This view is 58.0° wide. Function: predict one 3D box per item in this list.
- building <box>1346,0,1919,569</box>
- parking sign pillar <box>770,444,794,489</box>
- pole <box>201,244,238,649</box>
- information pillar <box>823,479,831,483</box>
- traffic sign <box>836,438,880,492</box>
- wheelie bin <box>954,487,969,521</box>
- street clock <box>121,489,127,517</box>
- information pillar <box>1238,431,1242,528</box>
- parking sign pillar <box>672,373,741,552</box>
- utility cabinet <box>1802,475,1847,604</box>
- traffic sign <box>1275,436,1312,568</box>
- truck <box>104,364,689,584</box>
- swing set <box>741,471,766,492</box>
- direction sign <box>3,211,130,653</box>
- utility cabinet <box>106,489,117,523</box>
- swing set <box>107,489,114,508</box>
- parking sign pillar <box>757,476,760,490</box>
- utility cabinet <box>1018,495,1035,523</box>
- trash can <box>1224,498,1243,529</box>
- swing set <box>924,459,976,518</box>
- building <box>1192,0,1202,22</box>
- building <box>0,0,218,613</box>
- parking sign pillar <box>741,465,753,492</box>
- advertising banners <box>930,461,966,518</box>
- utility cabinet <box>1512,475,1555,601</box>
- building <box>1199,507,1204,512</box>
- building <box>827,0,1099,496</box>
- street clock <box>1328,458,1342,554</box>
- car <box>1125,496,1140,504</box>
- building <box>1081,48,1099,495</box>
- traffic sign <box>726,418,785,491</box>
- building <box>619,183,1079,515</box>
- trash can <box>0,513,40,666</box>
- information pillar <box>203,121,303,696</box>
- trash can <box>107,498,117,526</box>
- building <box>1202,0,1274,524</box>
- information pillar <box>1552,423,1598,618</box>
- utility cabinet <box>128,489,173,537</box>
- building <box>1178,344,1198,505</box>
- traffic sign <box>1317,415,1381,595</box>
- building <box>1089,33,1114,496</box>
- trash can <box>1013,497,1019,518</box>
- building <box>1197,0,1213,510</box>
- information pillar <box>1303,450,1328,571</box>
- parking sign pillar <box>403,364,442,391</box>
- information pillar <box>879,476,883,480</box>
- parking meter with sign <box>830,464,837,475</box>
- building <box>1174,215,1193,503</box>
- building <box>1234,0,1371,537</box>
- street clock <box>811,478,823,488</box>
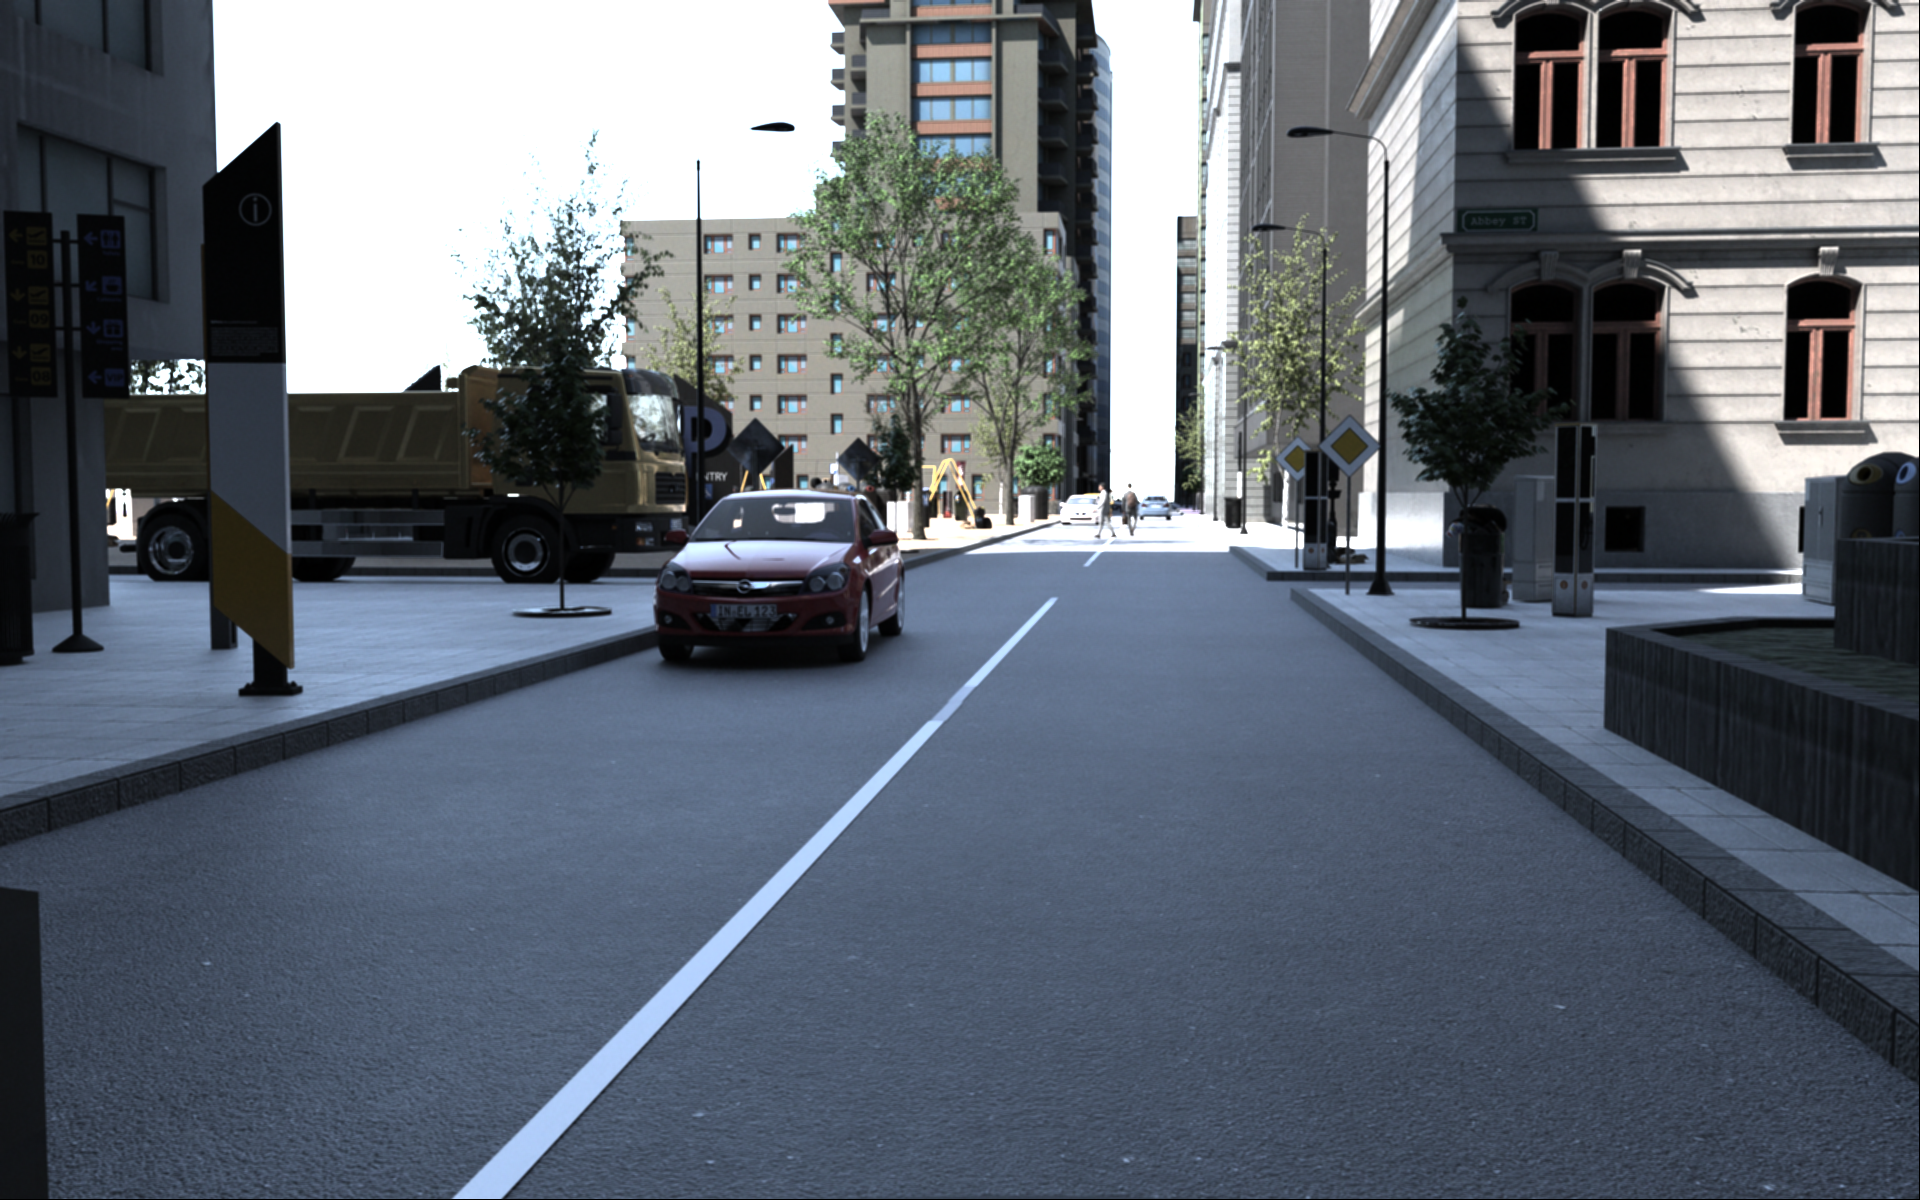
[{"bbox_3d":[20.204,-15.107,34.394,23.554,28.519,14.401,0,4,6],"label":"building"},{"bbox_3d":[-9.509,-6.357,92.410,1.447,3.967,1.447,3,5,44],"label":"parking sign pillar"},{"bbox_3d":[-6.109,-1.250,14.284,0.158,3.312,0.155,0,3,0],"label":"pole"},{"bbox_3d":[-6.421,-4.841,83.637,0.304,2.012,0.304,1,4,17],"label":"information pillar"},{"bbox_3d":[-1.811,-1.664,30.846,0.795,2.450,0.064,0,4,6],"label":"traffic sign"},{"bbox_3d":[0.098,-4.543,82.192,0.693,1.594,0.980,1,4,11],"label":"wheelie bin"},{"bbox_3d":[-46.185,-5.575,95.720,0.471,2.002,0.358,-3,5,-41],"label":"street clock"},{"bbox_3d":[10.492,-4.505,65.008,0.183,3.616,0.504,0,4,4],"label":"information pillar"},{"bbox_3d":[-5.710,-3.064,38.572,1.447,3.967,1.447,-1,4,-11],"label":"parking sign pillar"},{"bbox_3d":[10.238,-0.715,20.371,0.318,1.500,1.173,1,4,10],"label":"utility cabinet"},{"bbox_3d":[5.833,-1.610,29.968,0.795,2.450,0.064,0,4,6],"label":"traffic sign"},{"bbox_3d":[-8.426,-1.922,27.352,9.791,3.379,3.469,0,4,8],"label":"truck"},{"bbox_3d":[-13.940,-6.615,105.783,3.119,2.851,2.862,-2,4,-31],"label":"swing set"},{"bbox_3d":[-7.218,-1.350,14.069,0.876,3.537,0.379,-1,4,-18],"label":"direction sign"},{"bbox_3d":[-37.358,-4.126,76.140,0.318,1.500,1.173,-3,4,-38],"label":"utility cabinet"},{"bbox_3d":[-26.756,-3.686,57.893,2.862,2.851,3.119,1,4,14],"label":"swing set"},{"bbox_3d":[-12.068,-6.723,98.395,1.447,3.967,1.447,-1,4,-17],"label":"parking sign pillar"},{"bbox_3d":[2.974,-4.043,77.257,0.306,1.237,1.020,-2,4,-27],"label":"utility cabinet"},{"bbox_3d":[10.051,-3.182,63.672,0.748,1.137,0.748,0,3,0],"label":"trash can"},{"bbox_3d":[-0.523,-4.961,78.725,2.862,2.851,3.119,0,4,-5],"label":"swing set"},{"bbox_3d":[36.558,-35.163,164.152,28.713,52.752,27.495,0,4,6],"label":"building"},{"bbox_3d":[-16.100,-20.345,16.239,14.086,41.232,14.154,0,4,6],"label":"building"},{"bbox_3d":[-11.951,-6.312,91.668,1.447,3.967,1.447,-1,4,-20],"label":"parking sign pillar"},{"bbox_3d":[-0.695,-5.852,91.875,2.074,3.025,0.090,1,4,12],"label":"advertising banners"},{"bbox_3d":[7.102,-0.744,20.848,1.173,1.500,0.318,-3,5,-43],"label":"utility cabinet"},{"bbox_3d":[28.190,-42.078,126.222,20.563,71.187,20.611,0,4,6],"label":"building"},{"bbox_3d":[0.661,-30.332,150.547,22.147,44.769,28.867,0,4,6],"label":"building"},{"bbox_3d":[7.373,-1.817,34.284,0.358,2.002,0.471,1,4,10],"label":"street clock"},{"bbox_3d":[24.294,-14.173,244.090,2.083,1.381,4.827,0,4,8],"label":"car"},{"bbox_3d":[6.014,-31.906,171.777,14.600,45.320,14.200,0,4,6],"label":"building"},{"bbox_3d":[-2.704,-1.179,22.911,0.795,2.450,0.064,0,4,6],"label":"traffic sign"},{"bbox_3d":[-6.080,-16.952,122.208,27.650,21.520,28.899,0,4,6],"label":"building"},{"bbox_3d":[-7.336,-0.085,13.046,0.748,1.137,0.748,0,3,0],"label":"trash can"},{"bbox_3d":[-4.500,-1.201,10.991,0.504,3.616,0.183,0,4,-2],"label":"information pillar"},{"bbox_3d":[-34.661,-3.595,70.435,0.748,1.137,0.748,0,3,0],"label":"trash can"},{"bbox_3d":[18.491,-19.036,88.738,11.434,29.767,29.804,0,4,6],"label":"building"},{"bbox_3d":[6.418,-0.832,18.092,0.304,2.012,0.304,-2,4,-33],"label":"information pillar"},{"bbox_3d":[-24.179,-2.634,51.737,1.173,1.500,0.318,-3,5,-43],"label":"utility cabinet"},{"bbox_3d":[40.935,-22.465,212.340,27.650,21.520,28.899,0,4,6],"label":"building"},{"bbox_3d":[4.939,-1.125,22.033,0.795,2.450,0.064,0,4,6],"label":"traffic sign"},{"bbox_3d":[8.227,-41.324,217.639,21.231,58.520,28.212,0,4,6],"label":"building"},{"bbox_3d":[2.856,-4.917,92.049,0.748,1.137,0.748,0,3,0],"label":"trash can"},{"bbox_3d":[26.991,-28.202,144.695,14.154,41.232,14.086,0,4,6],"label":"building"},{"bbox_3d":[5.966,-1.502,29.053,0.304,2.012,0.304,3,4,39],"label":"information pillar"},{"bbox_3d":[-11.295,-2.883,35.607,1.447,3.967,1.447,2,4,35],"label":"parking sign pillar"},{"bbox_3d":[-2.869,-3.753,65.850,0.304,2.012,0.304,-3,4,-36],"label":"information pillar"},{"bbox_3d":[-6.959,-6.426,101.326,0.543,3.016,1.738,1,4,23],"label":"parking meter with sign"},{"bbox_3d":[38.739,-34.943,254.916,14.154,41.232,14.086,0,4,6],"label":"building"},{"bbox_3d":[17.588,-16.414,61.871,14.314,27.812,24.014,0,4,6],"label":"building"},{"bbox_3d":[-6.435,-4.454,77.390,0.358,2.002,0.471,3,4,38],"label":"street clock"}]
